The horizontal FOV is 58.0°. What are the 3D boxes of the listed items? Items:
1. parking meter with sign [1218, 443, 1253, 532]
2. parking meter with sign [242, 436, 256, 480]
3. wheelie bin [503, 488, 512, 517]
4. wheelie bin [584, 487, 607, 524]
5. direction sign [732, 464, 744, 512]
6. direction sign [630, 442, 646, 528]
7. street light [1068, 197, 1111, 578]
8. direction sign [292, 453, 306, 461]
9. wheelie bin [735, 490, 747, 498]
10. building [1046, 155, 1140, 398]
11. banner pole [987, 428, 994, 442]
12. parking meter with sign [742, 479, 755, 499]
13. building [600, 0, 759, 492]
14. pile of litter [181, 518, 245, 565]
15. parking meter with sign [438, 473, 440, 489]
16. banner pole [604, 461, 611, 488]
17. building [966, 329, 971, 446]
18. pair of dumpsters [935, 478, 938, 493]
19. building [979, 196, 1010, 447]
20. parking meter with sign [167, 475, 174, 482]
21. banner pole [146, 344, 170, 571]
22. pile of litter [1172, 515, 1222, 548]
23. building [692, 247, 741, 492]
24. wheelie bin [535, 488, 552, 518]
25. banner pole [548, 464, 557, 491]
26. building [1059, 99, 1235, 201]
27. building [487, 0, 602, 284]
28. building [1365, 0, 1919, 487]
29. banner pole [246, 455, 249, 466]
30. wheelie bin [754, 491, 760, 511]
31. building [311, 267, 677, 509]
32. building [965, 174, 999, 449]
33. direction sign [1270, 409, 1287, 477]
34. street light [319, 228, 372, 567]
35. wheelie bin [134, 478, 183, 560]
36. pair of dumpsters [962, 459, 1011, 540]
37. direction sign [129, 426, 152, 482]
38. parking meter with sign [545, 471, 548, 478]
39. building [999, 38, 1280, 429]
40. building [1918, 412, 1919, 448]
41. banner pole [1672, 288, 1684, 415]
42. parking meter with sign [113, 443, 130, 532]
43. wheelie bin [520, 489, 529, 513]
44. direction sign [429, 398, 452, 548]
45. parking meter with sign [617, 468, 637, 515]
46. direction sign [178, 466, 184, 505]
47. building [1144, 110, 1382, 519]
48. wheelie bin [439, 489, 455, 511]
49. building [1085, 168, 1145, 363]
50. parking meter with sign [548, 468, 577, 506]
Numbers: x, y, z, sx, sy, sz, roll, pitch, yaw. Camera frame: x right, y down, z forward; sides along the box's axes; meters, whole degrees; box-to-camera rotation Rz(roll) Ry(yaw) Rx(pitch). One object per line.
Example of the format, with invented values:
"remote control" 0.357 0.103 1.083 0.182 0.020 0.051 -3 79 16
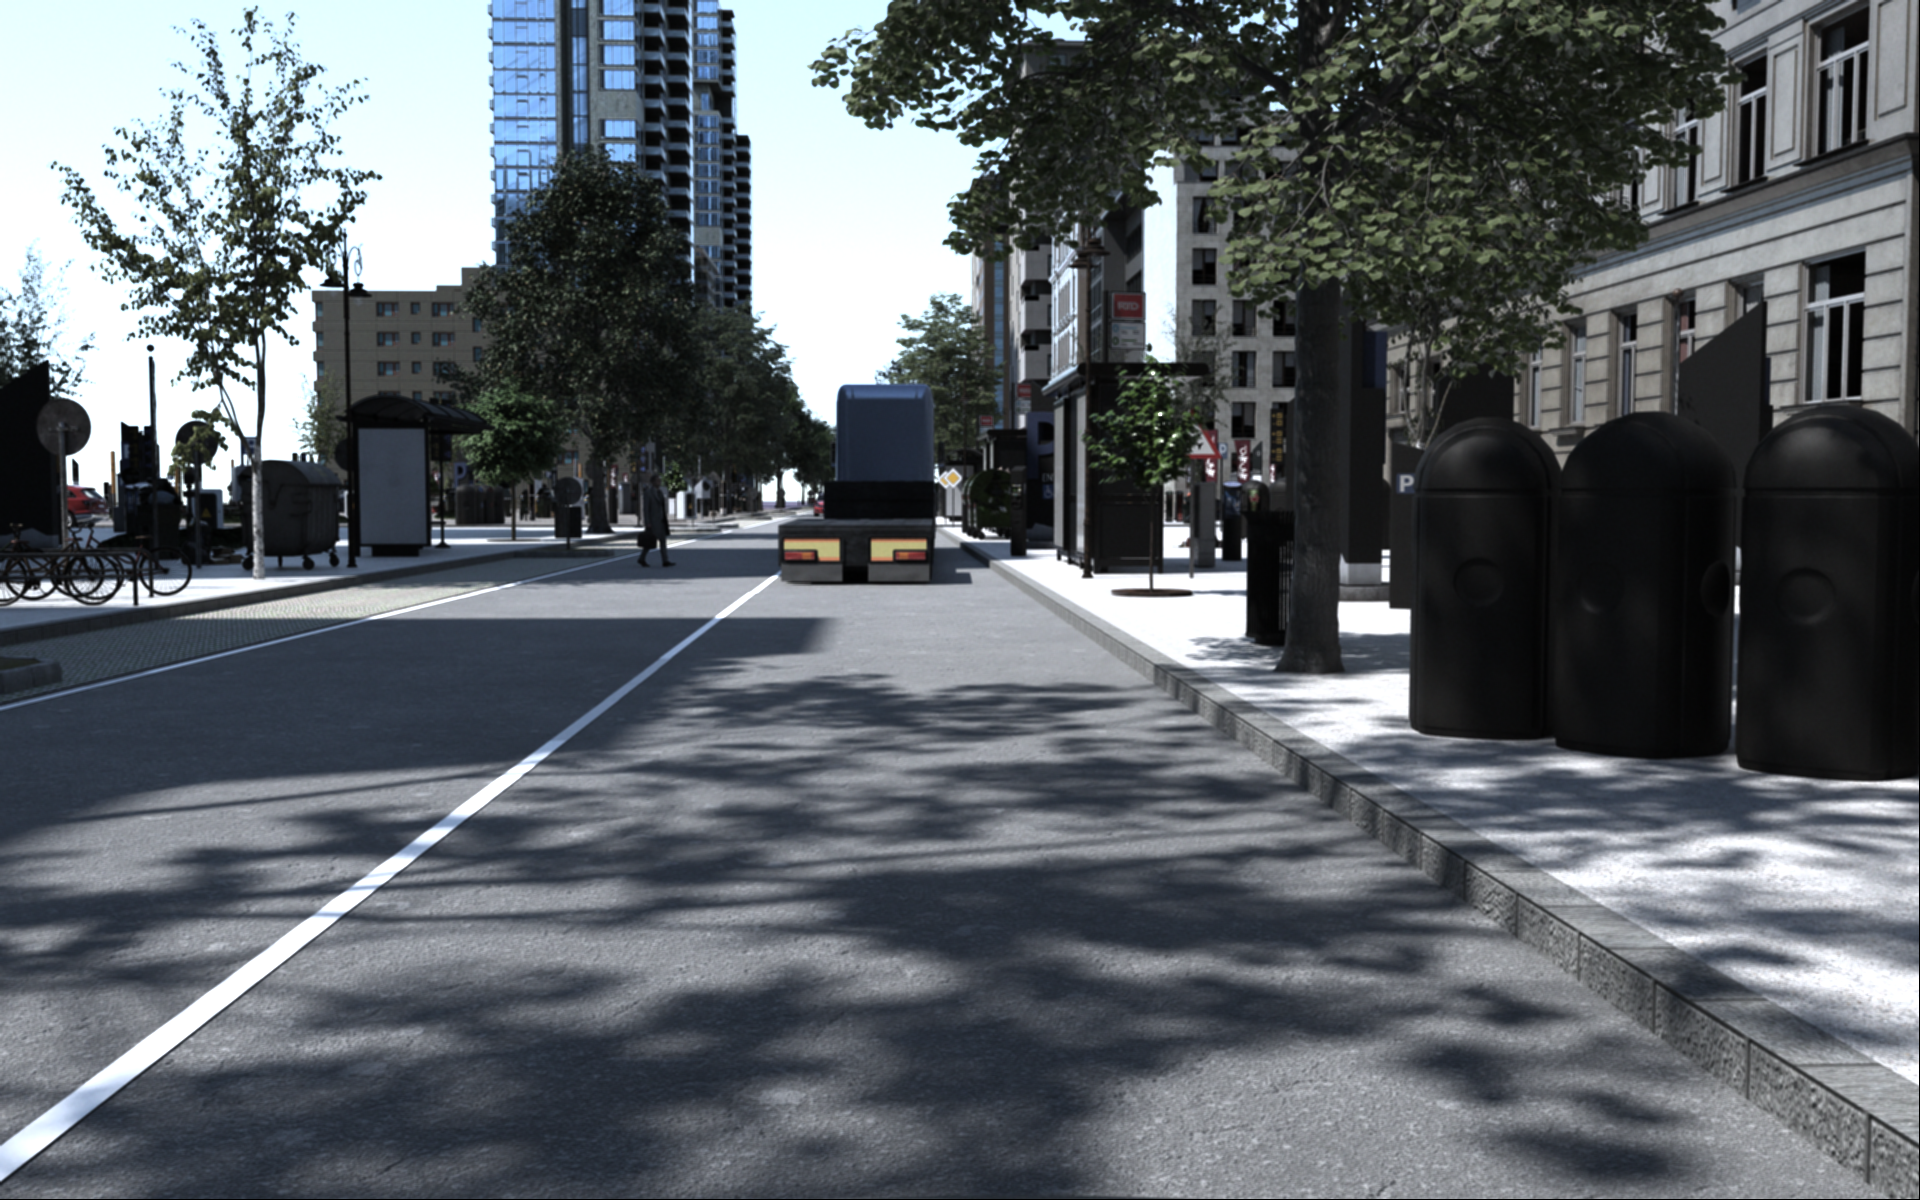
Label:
"parking meter with sign" 9.485 -3.803 58.437 0.543 3.016 1.738 -3 5 -44
"parking meter with sign" -21.623 -3.487 53.276 0.543 3.016 1.738 -1 4 -13
"wheelie bin" -25.713 -5.480 97.504 0.693 1.594 0.980 3 5 43
"wheelie bin" -15.792 -4.115 75.192 0.980 1.594 0.693 -2 4 -24
"direction sign" -15.635 -7.946 121.912 0.876 3.537 0.379 1 4 9
"direction sign" -12.257 -4.524 65.959 0.876 3.537 0.379 3 4 39
"street light" 1.948 -3.273 26.294 0.468 5.910 1.993 0 4 -3
"direction sign" -36.133 -6.288 94.800 0.379 3.537 0.876 2 4 34
"wheelie bin" -17.953 -8.200 141.982 0.980 1.594 0.693 0 4 -8
"building" 14.505 -21.631 139.576 13.634 28.700 20.117 0 4 -3
"banner pole" 1.168 -4.646 65.977 0.401 3.779 0.863 -2 4 -24
"parking meter with sign" -18.204 -9.262 147.691 1.738 3.016 0.543 -2 4 -30
"building" -43.766 -59.211 280.768 22.319 86.520 31.000 0 4 -3
"pile of litter" -13.800 -1.106 32.044 1.176 0.858 1.719 0 4 2
"parking meter with sign" -42.710 -8.891 141.630 0.543 3.016 1.738 -1 4 -10
"banner pole" -15.780 -5.335 77.250 0.863 3.779 0.401 2 4 35
"building" 7.957 -32.407 301.561 14.160 30.474 14.107 0 4 -3
"pair of dumpsters" -1.312 -6.298 105.471 1.574 2.255 4.437 0 4 -3
"building" 10.078 -37.261 259.328 14.600 45.320 14.200 0 4 -3
"parking meter with sign" -65.490 -9.013 143.624 0.543 3.016 1.738 -2 4 -27
"banner pole" -13.398 -2.374 28.828 0.401 3.779 0.863 -2 4 -30
"pile of litter" 5.872 -1.693 41.650 1.176 0.858 1.719 -2 4 -27
"building" -48.674 -34.349 253.484 32.217 40.220 23.993 0 4 -3
"wheelie bin" -22.188 -5.175 92.516 0.693 1.594 0.980 2 4 32
"banner pole" -29.557 -8.288 125.530 0.863 3.779 0.401 -2 4 -34
"building" 22.776 -29.538 174.833 32.217 40.220 23.993 0 4 -3
"building" -39.818 -53.659 190.003 22.319 86.520 31.000 0 4 -3
"building" 21.020 -12.666 40.367 16.112 22.955 30.059 0 4 -3
"banner pole" -36.098 -5.982 87.822 0.401 3.779 0.863 -2 4 -33
"wheelie bin" -15.504 -7.609 132.319 0.693 1.594 0.980 0 4 5
"building" -41.674 -19.379 161.882 27.650 21.520 28.899 0 4 -3
"building" 15.805 -42.260 280.181 28.713 52.752 27.495 0 4 -3
"direction sign" 8.654 -3.296 45.886 0.876 3.537 0.379 0 4 4
"street light" -10.671 -3.513 30.222 0.468 5.910 1.993 0 4 -3
"wheelie bin" -15.667 -1.589 33.884 0.980 1.594 0.693 2 4 33
"pair of dumpsters" 0.922 -2.930 50.401 1.574 2.255 4.437 0 4 -2
"direction sign" -27.067 -3.997 57.356 0.876 3.537 0.379 0 4 7
"parking meter with sign" -30.837 -8.308 132.101 1.738 3.016 0.543 3 4 37
"building" 20.025 -37.364 200.143 28.713 52.752 27.495 0 4 -3
"building" 37.705 -16.713 91.279 19.932 24.808 12.078 0 4 -3
"banner pole" 8.661 -1.894 20.984 0.401 3.779 0.863 1 4 20
"parking meter with sign" -28.409 -3.833 58.938 0.543 3.016 1.738 -1 4 -12
"wheelie bin" -28.279 -6.422 112.905 0.693 1.594 0.980 0 4 4
"direction sign" -12.326 -3.007 41.165 0.379 3.537 0.876 1 4 14
"parking meter with sign" -21.035 -6.880 108.757 0.543 3.016 1.738 3 4 37
"direction sign" -63.137 -9.095 140.705 0.876 3.537 0.379 -1 4 -20
"building" 18.702 -14.391 90.042 16.860 20.320 10.420 0 4 -3
"wheelie bin" -29.007 -5.568 98.943 0.980 1.594 0.693 -2 4 -34
"building" 16.982 -18.078 114.645 14.314 24.678 30.058 0 4 -3
"parking meter with sign" -26.952 -7.441 117.928 1.738 3.016 0.543 0 4 -6
